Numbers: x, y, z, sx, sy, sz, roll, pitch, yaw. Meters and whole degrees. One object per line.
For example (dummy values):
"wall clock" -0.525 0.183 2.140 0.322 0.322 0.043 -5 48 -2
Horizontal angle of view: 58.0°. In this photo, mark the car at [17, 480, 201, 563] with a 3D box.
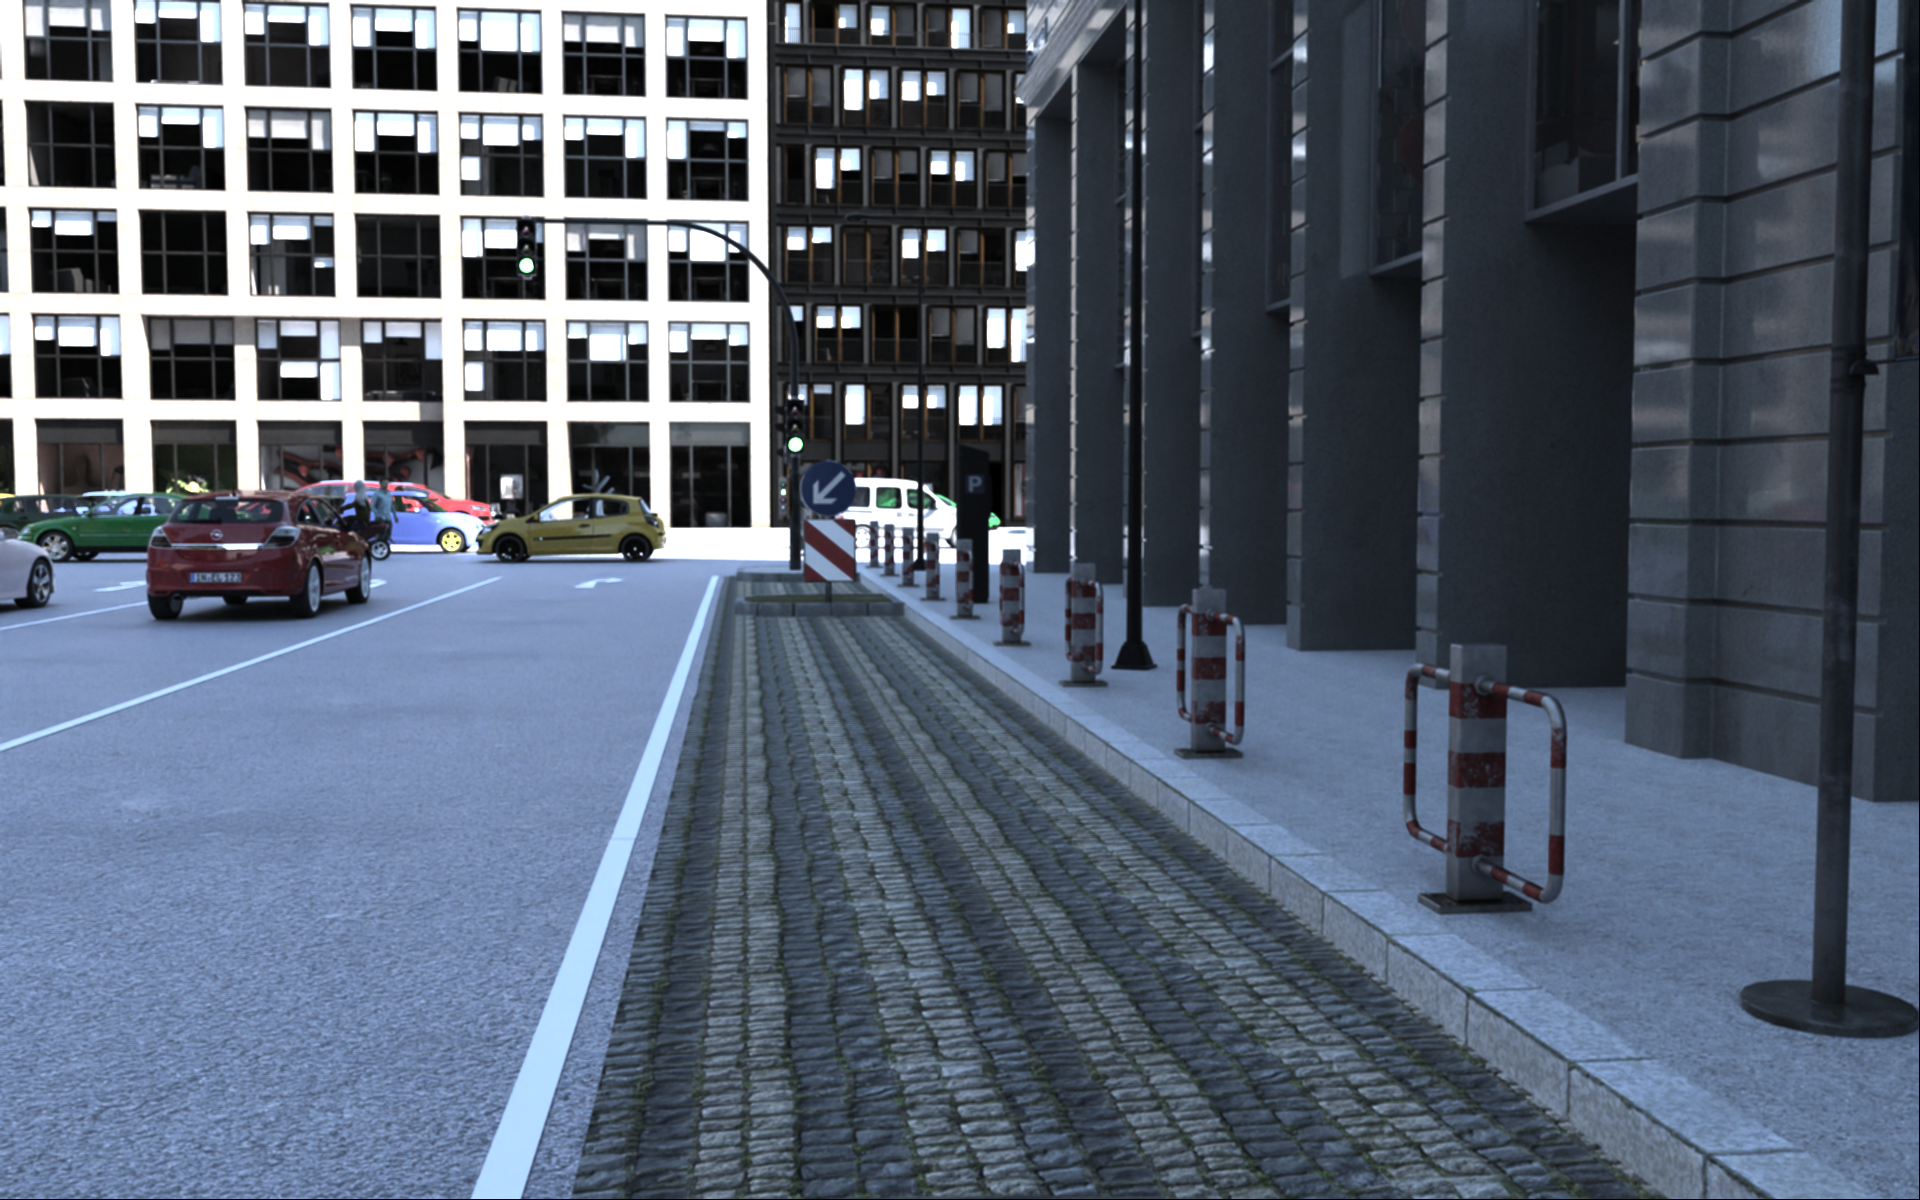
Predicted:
"car" -17.585 -1.729 37.062 4.718 1.807 1.959 0 4 -7

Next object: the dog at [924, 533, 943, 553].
"dog" -0.723 -1.373 41.737 0.540 0.507 0.406 -1 4 -19

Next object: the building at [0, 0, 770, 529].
"building" -25.155 -16.322 71.375 34.151 26.468 19.350 0 4 -7

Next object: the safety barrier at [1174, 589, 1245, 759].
"safety barrier" 1.215 0.356 8.461 0.300 0.817 1.120 0 4 -7

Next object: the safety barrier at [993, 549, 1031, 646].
"safety barrier" 0.438 -0.025 14.685 0.300 0.817 1.120 0 4 -7

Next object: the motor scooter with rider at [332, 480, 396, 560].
"motor scooter with rider" -13.211 -1.740 37.412 1.986 1.779 0.876 0 4 -6

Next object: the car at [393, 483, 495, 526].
"car" -18.730 -3.110 59.519 5.304 1.827 2.281 0 4 -8

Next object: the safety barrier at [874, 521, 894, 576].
"safety barrier" -1.104 -0.783 27.081 0.300 0.817 1.120 0 4 -7

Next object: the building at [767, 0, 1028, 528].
"building" 0.071 -14.768 71.137 15.834 23.373 12.332 0 4 -7

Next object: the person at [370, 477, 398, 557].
"person" -13.194 -1.898 39.550 0.620 1.820 0.660 2 4 24

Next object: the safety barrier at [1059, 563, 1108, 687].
"safety barrier" 0.825 0.165 11.578 0.300 0.817 1.120 0 4 -7

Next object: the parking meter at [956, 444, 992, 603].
"parking meter" 0.163 -0.896 20.368 0.399 1.863 0.255 -1 4 -10

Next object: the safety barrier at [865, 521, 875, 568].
"safety barrier" -1.496 -0.973 30.191 0.300 0.817 1.120 0 4 -7

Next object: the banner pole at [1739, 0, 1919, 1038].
"banner pole" 2.186 -0.851 3.937 0.401 3.779 0.863 -1 4 -10

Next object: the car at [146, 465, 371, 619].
"car" -8.533 -0.754 21.375 2.155 1.783 4.494 0 4 -7

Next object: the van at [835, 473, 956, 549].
"van" -1.301 -2.374 45.827 4.112 2.044 2.013 0 4 -7

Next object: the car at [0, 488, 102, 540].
"car" -22.254 -2.071 43.642 4.222 1.686 2.009 0 4 -6

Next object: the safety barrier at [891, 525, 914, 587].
"safety barrier" -0.719 -0.594 23.983 0.300 0.817 1.120 0 4 -7

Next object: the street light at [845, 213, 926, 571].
"street light" -1.203 -3.445 28.870 1.470 5.913 1.316 0 4 -7

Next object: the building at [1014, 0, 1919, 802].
"building" 8.247 -14.471 14.091 11.434 29.767 29.804 0 4 -7

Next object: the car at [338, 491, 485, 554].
"car" -13.443 -2.001 42.313 3.694 1.707 1.945 0 4 -8

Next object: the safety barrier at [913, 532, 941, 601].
"safety barrier" -0.329 -0.404 20.885 0.300 0.817 1.120 0 4 -7

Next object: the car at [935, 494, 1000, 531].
"car" -1.008 -3.055 58.740 4.718 1.807 1.959 0 4 -7

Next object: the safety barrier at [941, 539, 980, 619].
"safety barrier" 0.049 -0.215 17.786 0.300 0.817 1.120 0 4 -7

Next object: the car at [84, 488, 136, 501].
"car" -28.947 -2.967 58.096 3.694 1.707 1.945 0 4 -7

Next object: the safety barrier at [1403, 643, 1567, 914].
"safety barrier" 1.600 0.545 5.362 0.300 0.817 1.120 0 4 -7

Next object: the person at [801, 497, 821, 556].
"person" -3.532 -1.899 39.970 0.534 1.772 0.576 3 4 38

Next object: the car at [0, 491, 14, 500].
"car" -28.943 -2.516 51.353 2.015 1.641 3.980 0 4 -8

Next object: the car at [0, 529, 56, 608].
"car" -12.356 -0.485 20.299 2.083 1.381 4.827 0 4 -6

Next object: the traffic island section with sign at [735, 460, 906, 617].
"traffic island section with sign" -1.739 -0.761 21.073 1.989 1.847 2.006 0 4 -7

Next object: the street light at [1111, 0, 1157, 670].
"street light" 0.747 -2.446 12.539 1.470 5.913 1.316 0 4 -7

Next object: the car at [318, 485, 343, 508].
"car" -17.915 -2.170 45.268 4.222 1.686 2.009 -1 4 -9

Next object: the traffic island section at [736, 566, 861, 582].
"traffic island section" -2.775 -0.433 29.366 2.009 0.180 2.903 0 4 -7

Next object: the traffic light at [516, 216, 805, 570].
"traffic light" -4.881 -3.314 28.849 4.771 5.953 1.251 0 4 -7

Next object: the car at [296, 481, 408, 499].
"car" -18.348 -2.540 50.204 5.304 1.827 2.281 0 4 -6

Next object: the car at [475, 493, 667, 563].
"car" -8.259 -1.628 36.846 3.980 1.641 2.015 0 4 -6
